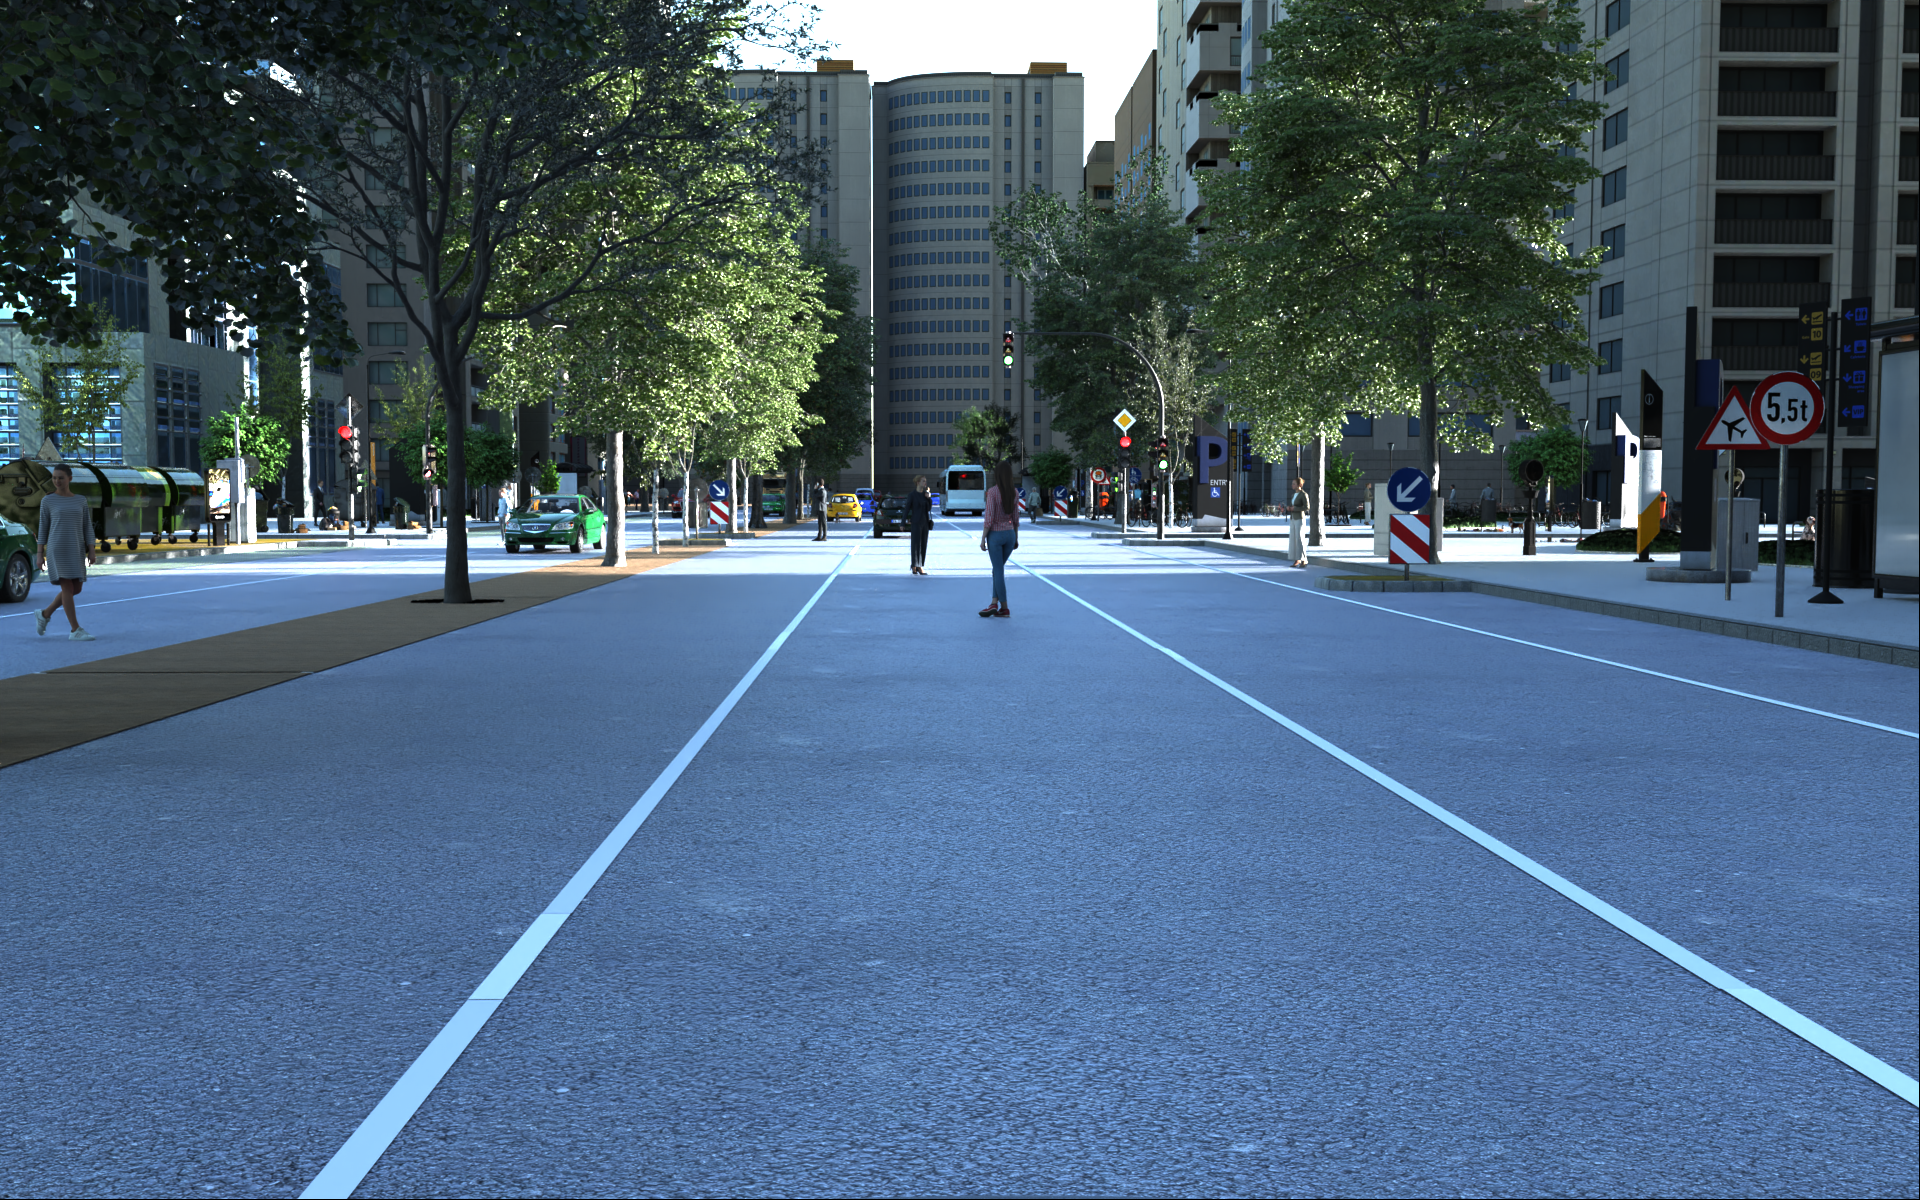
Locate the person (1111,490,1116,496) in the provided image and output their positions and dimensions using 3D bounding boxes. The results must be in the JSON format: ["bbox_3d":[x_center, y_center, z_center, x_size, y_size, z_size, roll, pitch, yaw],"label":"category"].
[{"bbox_3d":[18.028,-12.195,206.248,1.217,1.723,0.721,1,4,12],"label":"person"}]

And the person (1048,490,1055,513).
[{"bbox_3d":[6.280,-6.803,118.115,0.643,1.720,0.563,1,4,18],"label":"person"}]

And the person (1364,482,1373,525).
[{"bbox_3d":[16.766,-3.941,71.028,0.362,1.759,0.519,0,4,3],"label":"person"}]

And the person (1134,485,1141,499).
[{"bbox_3d":[10.505,-5.912,102.724,0.660,1.820,0.620,1,4,9],"label":"person"}]

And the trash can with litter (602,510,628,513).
[{"bbox_3d":[-23.892,-6.690,120.446,2.233,1.210,1.678,0,4,3],"label":"trash can with litter"}]

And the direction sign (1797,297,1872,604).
[{"bbox_3d":[10.205,-1.732,20.311,0.379,3.537,0.876,-2,4,-31],"label":"direction sign"}]

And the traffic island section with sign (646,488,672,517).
[{"bbox_3d":[-18.730,-6.171,109.515,1.989,1.847,2.006,0,4,-2],"label":"traffic island section with sign"}]

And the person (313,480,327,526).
[{"bbox_3d":[-25.346,-3.850,68.766,0.755,1.850,0.659,1,4,22],"label":"person"}]

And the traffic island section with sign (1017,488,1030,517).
[{"bbox_3d":[3.633,-6.106,108.466,1.989,1.847,2.006,0,4,-2],"label":"traffic island section with sign"}]

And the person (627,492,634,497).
[{"bbox_3d":[-39.364,-12.173,205.794,1.217,1.735,0.721,-2,4,-28],"label":"person"}]

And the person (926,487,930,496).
[{"bbox_3d":[-1.777,-5.102,92.032,0.709,1.813,0.853,3,4,36],"label":"person"}]

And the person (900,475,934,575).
[{"bbox_3d":[-0.771,-1.341,30.843,0.534,1.772,0.576,2,4,31],"label":"person"}]

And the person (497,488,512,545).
[{"bbox_3d":[-12.865,-2.355,48.811,0.330,1.601,0.589,-3,5,-39],"label":"person"}]

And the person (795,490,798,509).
[{"bbox_3d":[-15.868,-9.798,168.682,0.705,1.826,1.348,0,4,-2],"label":"person"}]

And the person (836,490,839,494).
[{"bbox_3d":[-12.857,-10.581,181.478,1.348,1.826,0.705,-1,4,-16],"label":"person"}]

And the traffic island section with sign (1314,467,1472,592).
[{"bbox_3d":[6.470,-1.077,26.239,1.989,1.847,2.006,0,4,-2],"label":"traffic island section with sign"}]

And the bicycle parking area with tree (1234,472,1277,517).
[{"bbox_3d":[21.732,-6.792,98.046,8.231,4.147,9.016,3,5,45],"label":"bicycle parking area with tree"}]

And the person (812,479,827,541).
[{"bbox_3d":[-4.273,-2.739,52.645,0.474,1.900,0.648,0,4,-7],"label":"person"}]

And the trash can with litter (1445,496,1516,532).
[{"bbox_3d":[17.776,-2.953,59.337,2.233,1.210,1.678,3,5,39],"label":"trash can with litter"}]

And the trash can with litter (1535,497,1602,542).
[{"bbox_3d":[16.438,-2.155,46.292,2.233,1.210,1.678,1,4,9],"label":"trash can with litter"}]

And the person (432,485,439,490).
[{"bbox_3d":[-26.518,-4.986,87.671,0.635,1.810,0.391,0,4,-6],"label":"person"}]

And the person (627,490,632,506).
[{"bbox_3d":[-37.074,-11.414,193.369,0.721,1.736,1.217,3,5,42],"label":"person"}]

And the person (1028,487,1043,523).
[{"bbox_3d":[3.693,-4.617,84.477,0.782,1.767,0.515,-2,4,-31],"label":"person"}]

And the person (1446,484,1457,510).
[{"bbox_3d":[26.085,-5.209,91.487,0.850,1.792,0.678,1,4,16],"label":"person"}]

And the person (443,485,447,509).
[{"bbox_3d":[-31.057,-5.988,104.041,0.767,1.812,0.694,0,4,1],"label":"person"}]

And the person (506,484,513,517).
[{"bbox_3d":[-24.157,-5.288,92.728,0.478,1.798,0.641,-3,5,-41],"label":"person"}]

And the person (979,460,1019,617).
[{"bbox_3d":[0.483,-0.714,20.176,0.388,1.821,0.555,3,5,42],"label":"person"}]

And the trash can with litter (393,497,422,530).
[{"bbox_3d":[-19.963,-3.132,62.601,1.055,1.170,0.624,1,4,19],"label":"trash can with litter"}]

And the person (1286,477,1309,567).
[{"bbox_3d":[6.599,-1.527,34.012,0.362,1.759,0.519,-1,4,-23],"label":"person"}]

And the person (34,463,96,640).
[{"bbox_3d":[-8.850,-0.477,17.045,0.760,1.731,0.466,1,4,14],"label":"person"}]

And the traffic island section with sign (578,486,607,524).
[{"bbox_3d":[-17.794,-4.490,82.040,1.989,1.847,2.006,0,4,-2],"label":"traffic island section with sign"}]

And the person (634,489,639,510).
[{"bbox_3d":[-25.444,-7.930,136.634,0.436,1.711,0.756,2,4,26],"label":"person"}]

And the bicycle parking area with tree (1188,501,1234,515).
[{"bbox_3d":[15.162,-7.387,107.777,8.231,4.147,9.016,0,4,8],"label":"bicycle parking area with tree"}]

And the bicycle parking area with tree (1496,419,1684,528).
[{"bbox_3d":[26.183,-4.890,66.955,8.231,4.147,9.016,-1,4,-8],"label":"bicycle parking area with tree"}]

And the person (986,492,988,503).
[{"bbox_3d":[2.918,-11.891,200.430,1.348,1.831,0.705,0,4,1],"label":"person"}]

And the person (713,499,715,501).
[{"bbox_3d":[-25.384,-10.548,179.212,0.721,1.736,1.217,0,4,4],"label":"person"}]

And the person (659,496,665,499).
[{"bbox_3d":[-35.437,-12.274,206.812,1.348,1.812,0.705,2,4,29],"label":"person"}]

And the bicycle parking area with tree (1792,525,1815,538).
[{"bbox_3d":[24.484,-3.262,40.339,8.231,4.147,9.016,0,4,3],"label":"bicycle parking area with tree"}]

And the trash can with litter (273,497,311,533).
[{"bbox_3d":[-21.876,-2.772,56.706,1.055,1.170,0.624,-3,5,-43],"label":"trash can with litter"}]

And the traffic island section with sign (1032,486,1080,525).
[{"bbox_3d":[4.562,-4.459,81.526,1.989,1.847,2.006,0,4,-2],"label":"traffic island section with sign"}]

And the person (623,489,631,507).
[{"bbox_3d":[-33.001,-10.046,171.029,1.217,1.736,0.721,-2,4,-32],"label":"person"}]

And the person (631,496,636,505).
[{"bbox_3d":[-36.754,-11.407,195.766,0.991,1.433,0.599,1,4,16],"label":"person"}]

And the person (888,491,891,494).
[{"bbox_3d":[-6.555,-9.320,161.547,0.621,1.740,0.551,-3,4,-38],"label":"person"}]

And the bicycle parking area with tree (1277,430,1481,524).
[{"bbox_3d":[19.059,-5.532,77.455,8.231,4.147,9.016,0,4,3],"label":"bicycle parking area with tree"}]

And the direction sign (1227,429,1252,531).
[{"bbox_3d":[9.728,-4.178,60.310,0.876,3.537,0.379,0,4,-7],"label":"direction sign"}]

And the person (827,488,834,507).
[{"bbox_3d":[-8.609,-6.520,114.951,0.661,1.843,0.795,-1,4,-10],"label":"person"}]

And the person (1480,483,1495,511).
[{"bbox_3d":[25.179,-4.679,82.671,0.709,1.813,0.853,1,4,18],"label":"person"}]

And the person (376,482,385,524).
[{"bbox_3d":[-25.315,-4.230,75.391,0.721,1.800,0.419,-3,5,-43],"label":"person"}]

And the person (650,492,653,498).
[{"bbox_3d":[-27.649,-8.987,156.164,0.628,1.438,0.799,-1,4,-10],"label":"person"}]
